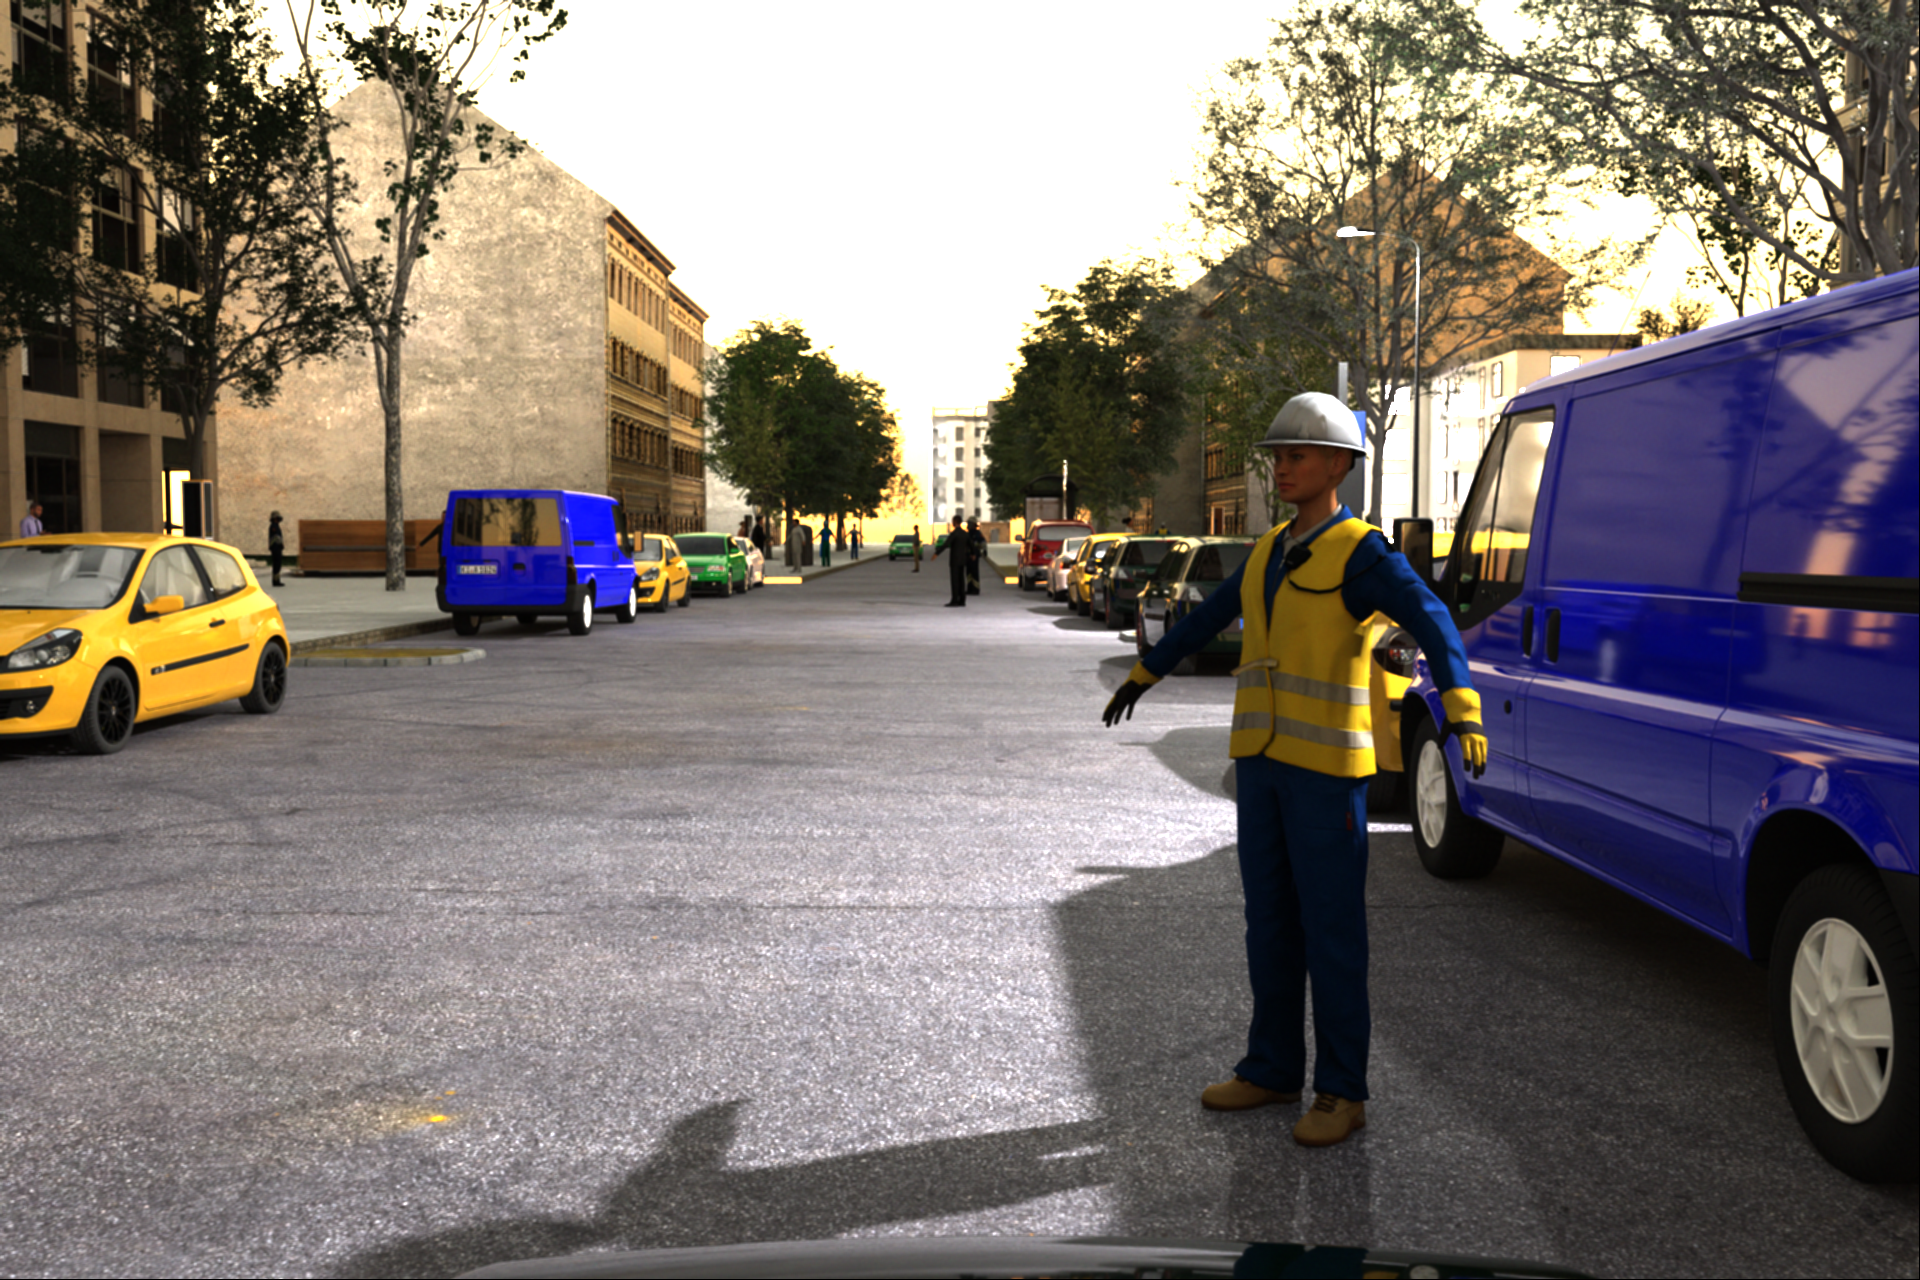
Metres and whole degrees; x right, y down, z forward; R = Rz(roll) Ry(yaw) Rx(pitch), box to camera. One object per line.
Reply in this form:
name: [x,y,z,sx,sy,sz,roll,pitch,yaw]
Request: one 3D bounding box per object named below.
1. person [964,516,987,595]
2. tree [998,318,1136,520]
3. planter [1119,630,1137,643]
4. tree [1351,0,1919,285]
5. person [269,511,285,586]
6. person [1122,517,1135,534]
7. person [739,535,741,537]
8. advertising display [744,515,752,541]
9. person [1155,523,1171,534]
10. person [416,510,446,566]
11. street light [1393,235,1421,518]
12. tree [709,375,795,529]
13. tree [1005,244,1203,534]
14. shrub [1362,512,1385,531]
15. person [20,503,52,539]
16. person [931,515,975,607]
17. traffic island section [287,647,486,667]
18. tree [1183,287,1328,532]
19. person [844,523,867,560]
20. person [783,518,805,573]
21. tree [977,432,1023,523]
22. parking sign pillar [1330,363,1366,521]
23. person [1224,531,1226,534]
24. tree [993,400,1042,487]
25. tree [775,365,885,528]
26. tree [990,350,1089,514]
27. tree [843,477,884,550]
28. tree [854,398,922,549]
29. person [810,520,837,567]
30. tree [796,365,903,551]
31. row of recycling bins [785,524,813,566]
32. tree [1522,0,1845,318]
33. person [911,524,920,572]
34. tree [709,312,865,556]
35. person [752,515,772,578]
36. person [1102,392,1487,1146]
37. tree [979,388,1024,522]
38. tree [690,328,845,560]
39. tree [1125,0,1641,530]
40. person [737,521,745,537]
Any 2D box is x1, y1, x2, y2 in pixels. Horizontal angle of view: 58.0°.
person: [0.270,-1.987,40.727,0.705,1.856,1.354,-3,4,-36]
tree: [5.576,-10.615,91.681,7.486,12.596,7.792,0,3,0]
planter: [3.188,-0.143,23.478,1.991,0.319,1.994,0,4,-1]
tree: [9.044,-6.488,16.455,12.009,13.543,11.850,0,3,0]
person: [-16.770,-2.245,42.571,0.704,1.845,1.351,-2,4,-23]
person: [4.755,-2.504,47.709,0.721,1.739,1.217,1,4,8]
person: [-9.213,-3.862,72.405,0.991,1.433,0.599,1,4,12]
advertising display: [-7.163,-3.270,58.684,0.123,1.923,0.974,0,4,2]
person: [9.686,-4.692,82.686,1.349,1.833,0.705,1,4,9]
person: [-11.766,-2.053,39.630,1.348,1.821,0.705,1,4,9]
street light: [7.485,-3.290,26.334,1.470,5.913,1.316,0,3,0]
tree: [-9.348,-7.888,79.323,4.737,8.622,4.395,0,3,0]
tree: [6.367,-10.459,77.664,9.857,13.997,8.962,0,3,0]
shrub: [14.623,-3.557,62.202,1.661,2.075,1.752,0,3,0]
person: [-16.628,-1.554,31.326,0.599,1.838,0.709,0,4,5]
person: [-0.072,-1.562,34.225,0.704,1.802,1.346,3,4,38]
traffic island section: [-6.521,0.193,19.708,1.991,0.108,1.994,0,4,1]
tree: [8.773,-6.080,49.770,4.737,8.622,4.395,0,3,0]
person: [-5.218,-4.897,85.927,1.347,1.847,0.705,2,4,29]
person: [-5.466,-3.147,57.647,0.705,1.806,1.347,-3,4,-36]
tree: [6.413,-15.180,154.848,9.857,13.997,8.962,0,3,0]
parking sign pillar: [6.153,-2.416,27.966,1.447,3.967,1.447,0,4,0]
person: [13.454,-5.133,89.694,0.705,1.858,1.354,2,4,27]
tree: [5.968,-11.637,116.013,9.928,11.665,9.643,0,3,0]
tree: [-8.827,-12.068,115.440,7.486,12.596,7.792,0,3,0]
tree: [5.485,-11.383,104.234,7.486,12.596,7.792,0,3,0]
tree: [-9.607,-12.626,140.850,7.601,10.594,8.767,2,4,26]
tree: [-8.892,-14.867,153.437,12.009,13.543,11.850,0,3,0]
person: [-5.244,-3.736,67.214,0.704,1.817,1.347,3,5,43]
tree: [-8.882,-13.594,128.909,9.857,13.997,8.962,0,3,0]
row of recycling bins: [-6.503,-3.874,70.446,1.069,1.692,3.534,0,4,0]
tree: [23.934,-12.075,53.316,12.611,20.169,13.585,0,3,0]
person: [-1.674,-3.459,65.285,0.705,1.796,1.348,0,4,-1]
tree: [-9.694,-11.766,99.036,9.857,13.997,8.962,0,3,0]
person: [-5.872,-2.750,50.902,0.705,1.837,1.347,-2,4,-27]
person: [0.778,0.290,4.184,0.721,1.772,1.216,-2,4,-35]
tree: [6.176,-14.480,143.395,9.857,13.997,8.962,0,3,0]
tree: [-9.618,-9.852,86.832,9.928,11.665,9.643,0,3,0]
tree: [8.800,-7.705,36.347,12.009,13.543,11.850,0,3,0]
person: [-7.530,-3.302,60.786,0.721,1.733,1.217,1,4,20]
